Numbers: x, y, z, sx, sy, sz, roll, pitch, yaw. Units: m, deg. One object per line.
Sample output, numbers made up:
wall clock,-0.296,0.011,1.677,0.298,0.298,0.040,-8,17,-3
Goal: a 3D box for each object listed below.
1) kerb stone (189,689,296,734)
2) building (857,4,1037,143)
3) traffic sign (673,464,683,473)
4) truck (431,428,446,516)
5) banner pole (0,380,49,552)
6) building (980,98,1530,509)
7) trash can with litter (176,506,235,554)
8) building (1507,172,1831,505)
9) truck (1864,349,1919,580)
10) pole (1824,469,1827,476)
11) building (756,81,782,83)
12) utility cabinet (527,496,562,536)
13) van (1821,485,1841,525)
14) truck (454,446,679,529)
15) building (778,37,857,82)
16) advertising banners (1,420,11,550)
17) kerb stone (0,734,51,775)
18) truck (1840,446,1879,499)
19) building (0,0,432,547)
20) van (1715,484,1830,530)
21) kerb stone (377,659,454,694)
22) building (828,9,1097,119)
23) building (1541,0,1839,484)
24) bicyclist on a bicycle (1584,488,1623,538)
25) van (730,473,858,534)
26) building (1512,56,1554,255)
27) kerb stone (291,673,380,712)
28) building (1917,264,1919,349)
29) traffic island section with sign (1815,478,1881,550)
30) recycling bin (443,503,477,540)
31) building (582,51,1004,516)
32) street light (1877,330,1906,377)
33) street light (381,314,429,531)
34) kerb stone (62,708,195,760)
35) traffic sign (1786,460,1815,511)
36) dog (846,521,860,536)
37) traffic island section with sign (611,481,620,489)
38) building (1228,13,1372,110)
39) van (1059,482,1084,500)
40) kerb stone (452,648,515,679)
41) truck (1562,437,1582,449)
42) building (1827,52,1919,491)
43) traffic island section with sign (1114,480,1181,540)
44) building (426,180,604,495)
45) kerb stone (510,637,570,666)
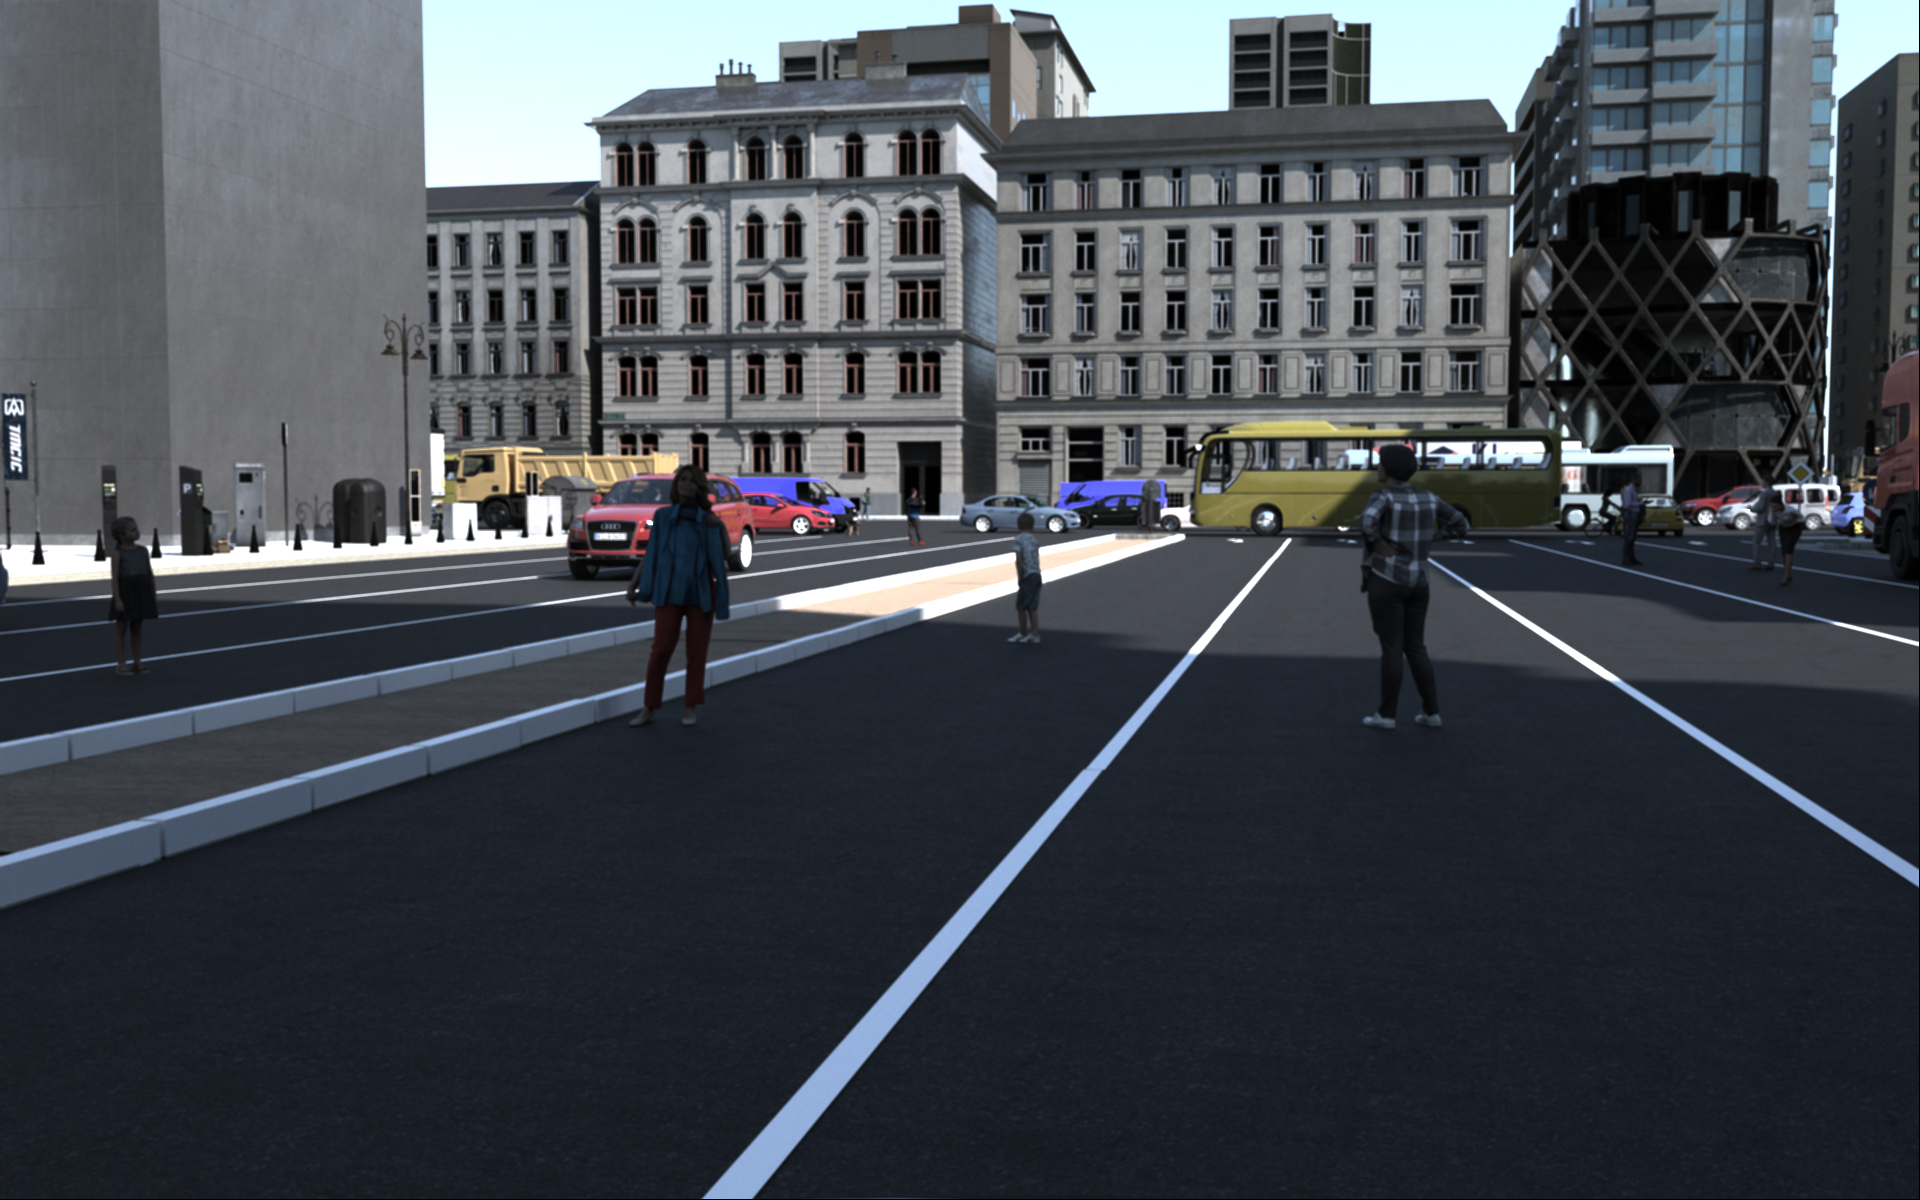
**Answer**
kerb stone,-4.493,0.699,10.774,0.120,0.150,1.000,1,4,12
building,-0.765,-31.433,164.043,14.600,45.320,14.200,1,4,12
traffic sign,-9.350,-3.327,58.037,0.795,2.450,0.064,1,4,12
truck,-27.788,-5.233,74.466,11.283,4.237,2.839,1,4,14
banner pole,-20.604,-2.943,38.138,0.863,3.779,0.401,-2,4,-35
building,17.513,-16.575,104.286,30.059,22.955,16.112,1,4,12
trash can with litter,-16.198,-1.578,37.193,0.624,1.170,1.055,2,4,33
building,40.650,-14.257,100.555,16.811,18.784,16.820,1,4,12
truck,16.068,-2.224,25.273,2.839,4.237,11.283,1,4,12
pole,70.970,-9.066,142.066,0.158,3.312,0.155,0,3,0
building,-23.057,-35.781,208.713,21.600,48.544,21.300,1,4,12
utility cabinet,-12.661,-2.544,52.755,1.020,1.237,0.306,-1,4,-18
van,38.479,-4.470,80.089,4.112,2.044,2.013,1,4,11
truck,-16.660,-4.623,71.518,9.791,3.379,3.469,1,4,10
building,-16.272,-51.176,274.971,20.611,71.187,20.563,1,4,12
advertising banners,-22.454,-2.726,40.752,0.090,3.025,2.074,-2,4,-30
kerb stone,-4.920,0.822,8.762,0.120,0.150,1.000,1,4,12
truck,39.762,-4.482,69.201,9.791,3.379,3.469,1,4,14
building,-32.305,-14.214,51.464,30.058,24.678,14.314,1,4,12
van,32.456,-3.808,69.277,4.112,2.044,2.013,1,4,10
kerb stone,-4.062,0.576,12.795,0.120,0.150,1.000,1,4,12
building,0.122,-37.309,199.242,27.495,52.752,28.713,1,4,12
building,66.727,-33.153,161.667,23.786,49.044,30.456,1,4,12
bicyclist on a bicycle,21.066,-2.817,56.083,1.625,1.676,1.499,1,4,13
van,-6.386,-3.651,64.082,5.245,2.365,2.240,1,4,12
building,71.804,-34.463,187.165,21.300,48.544,21.600,1,4,12
kerb stone,-4.284,0.638,11.782,0.120,0.150,1.000,1,4,12
building,64.069,-16.792,92.563,19.932,24.808,12.078,1,4,12
traffic island section with sign,23.399,-2.219,44.908,1.989,1.847,2.006,1,4,12
recycling bin,-13.983,-2.194,48.429,0.722,1.027,0.722,-3,5,-41
building,-9.687,-19.645,108.592,23.554,28.519,14.401,1,4,12
street light,26.390,-4.667,49.088,0.468,5.910,1.993,1,4,12
street light,-14.221,-4.385,44.488,0.468,5.910,1.993,1,4,12
kerb stone,-4.704,0.760,9.768,0.120,0.150,1.000,1,4,12
traffic sign,24.633,-2.885,50.819,0.795,2.450,0.064,1,4,12
dog,-3.651,-2.437,59.129,0.406,0.507,0.540,0,4,5
traffic island section with sign,-10.351,-2.644,51.855,1.989,1.847,2.006,1,4,12
building,51.214,-50.382,261.989,20.611,71.187,20.563,1,4,12
van,7.818,-5.296,90.981,5.245,2.365,2.240,1,4,10
kerb stone,-3.853,0.519,13.807,0.120,0.150,1.000,1,4,12
truck,25.210,-6.016,87.278,11.283,4.237,2.839,1,4,11
building,105.629,-34.096,181.175,21.600,48.544,21.300,1,4,12
traffic island section with sign,6.015,-2.871,55.084,2.006,1.907,1.989,1,4,12
building,-30.653,-16.022,111.108,18.267,20.994,9.793,1,4,12
kerb stone,-3.633,0.451,14.814,0.120,0.150,1.000,1,4,12
